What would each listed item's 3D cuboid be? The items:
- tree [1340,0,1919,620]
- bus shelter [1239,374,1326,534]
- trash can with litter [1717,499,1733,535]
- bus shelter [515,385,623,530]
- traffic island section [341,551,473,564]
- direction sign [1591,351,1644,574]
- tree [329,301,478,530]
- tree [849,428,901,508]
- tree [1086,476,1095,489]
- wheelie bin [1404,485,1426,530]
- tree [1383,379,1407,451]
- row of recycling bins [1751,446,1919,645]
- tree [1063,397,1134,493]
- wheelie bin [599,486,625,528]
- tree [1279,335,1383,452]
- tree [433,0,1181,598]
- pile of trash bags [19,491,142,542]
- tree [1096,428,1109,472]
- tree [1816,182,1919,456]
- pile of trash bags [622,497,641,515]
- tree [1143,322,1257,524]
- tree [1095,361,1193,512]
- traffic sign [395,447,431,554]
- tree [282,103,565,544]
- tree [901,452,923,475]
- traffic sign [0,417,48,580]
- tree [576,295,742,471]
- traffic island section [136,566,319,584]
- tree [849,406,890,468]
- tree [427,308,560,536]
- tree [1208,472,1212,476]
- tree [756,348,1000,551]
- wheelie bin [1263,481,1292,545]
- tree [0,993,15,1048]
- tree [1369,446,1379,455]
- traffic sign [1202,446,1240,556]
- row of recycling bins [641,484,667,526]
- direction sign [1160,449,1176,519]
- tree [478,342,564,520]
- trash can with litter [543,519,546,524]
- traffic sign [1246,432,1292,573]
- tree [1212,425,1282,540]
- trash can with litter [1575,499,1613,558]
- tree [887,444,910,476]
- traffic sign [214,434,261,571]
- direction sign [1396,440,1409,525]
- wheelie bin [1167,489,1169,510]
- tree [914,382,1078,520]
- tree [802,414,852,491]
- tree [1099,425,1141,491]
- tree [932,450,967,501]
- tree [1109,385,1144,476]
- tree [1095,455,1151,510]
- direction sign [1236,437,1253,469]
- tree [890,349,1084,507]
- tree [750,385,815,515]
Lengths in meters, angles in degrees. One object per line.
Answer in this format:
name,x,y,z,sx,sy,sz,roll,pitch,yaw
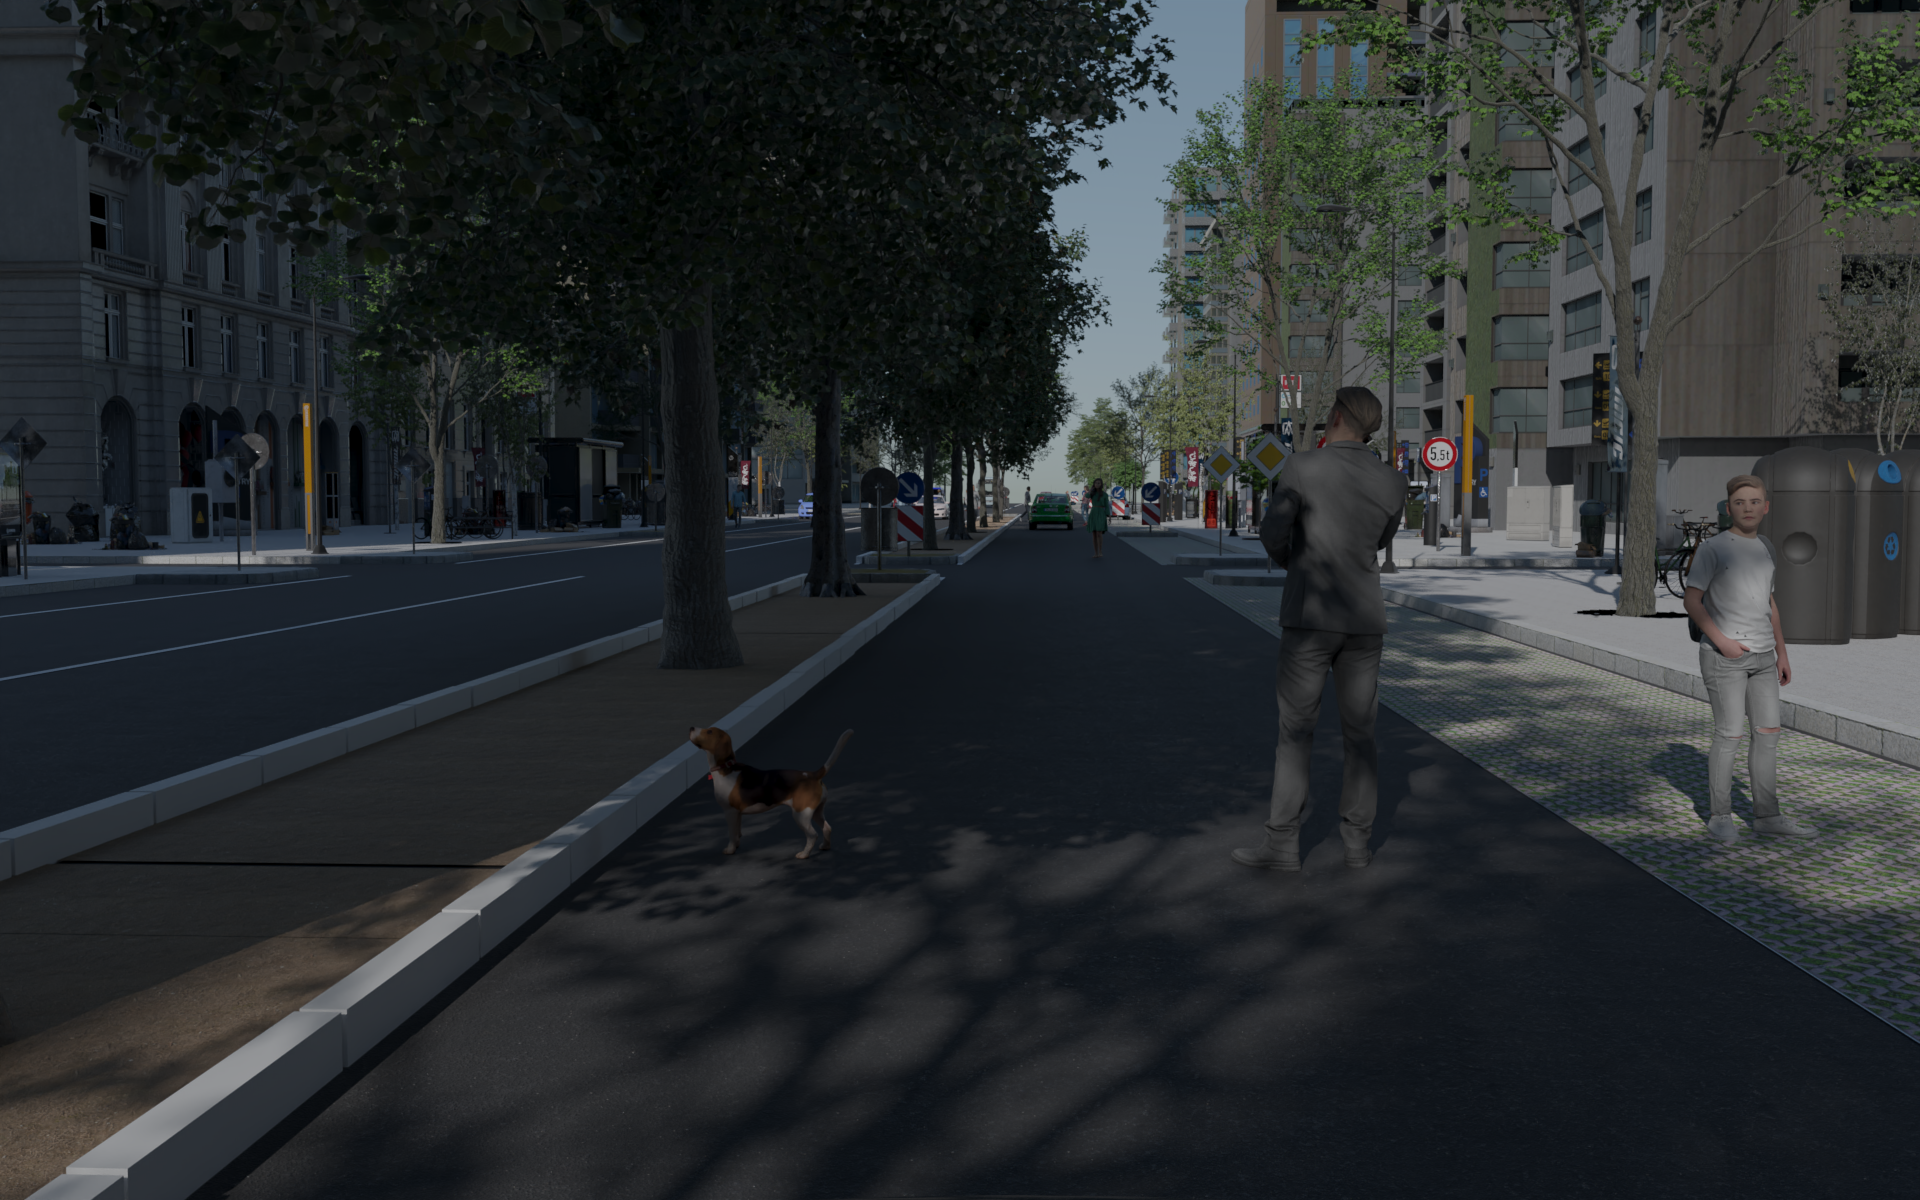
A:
tree,7.056,-5.626,17.733,9.928,11.665,9.643,0,3,0
bus shelter,10.224,-4.768,55.594,2.179,5.291,8.768,0,4,3
trash can with litter,15.846,-1.472,35.449,0.624,1.170,1.055,1,4,16
bus shelter,-14.820,-5.358,65.238,2.179,5.291,8.768,0,4,3
traffic island section,-11.673,-0.898,36.961,2.009,0.180,2.903,0,4,3
direction sign,10.557,-2.185,27.727,0.876,3.537,0.379,2,4,32
tree,-19.914,-6.762,60.922,4.737,8.622,4.395,0,3,0
tree,-7.953,-12.303,151.514,4.360,8.622,3.978,0,3,0
tree,18.279,-14.760,225.039,4.285,4.588,4.351,0,3,0
wheelie bin,16.419,-3.339,62.498,0.980,1.594,0.693,0,4,4
tree,25.095,-9.559,106.657,4.360,8.622,3.978,0,3,0
row of recycling bins,8.398,-0.532,15.814,3.534,1.692,1.069,-2,4,-33
tree,17.026,-17.408,202.747,7.486,12.596,7.792,0,3,0
wheelie bin,-13.040,-3.497,65.092,0.980,1.594,0.693,-2,4,-32
tree,16.919,-7.991,81.019,4.360,8.622,3.978,0,3,0
tree,-1.836,-6.381,23.797,9.611,12.733,9.660,0,3,0
pile of trash bags,-23.966,-2.281,47.047,3.447,1.369,1.912,-1,4,-12
tree,14.181,-12.344,152.194,4.737,8.622,4.395,0,3,0
tree,22.565,-5.574,41.489,4.360,8.622,3.978,0,3,0
pile of trash bags,-20.201,-5.934,106.779,1.912,1.369,3.447,1,4,22
tree,10.364,-7.544,73.706,4.737,8.622,4.395,0,3,0
tree,13.028,-11.389,120.630,7.601,10.594,8.767,-1,4,-22
traffic sign,-11.649,-2.034,36.898,0.795,2.450,0.064,0,4,3
tree,-13.400,-7.255,44.371,9.928,11.665,9.643,0,3,0
tree,-5.931,-15.267,199.971,4.360,8.622,3.978,0,3,0
traffic sign,-14.028,-1.514,25.946,0.795,2.450,0.064,0,4,7
tree,-12.822,-8.610,75.184,7.601,10.594,8.767,2,4,34
traffic island section,-12.084,-0.410,28.987,2.009,0.180,2.903,0,4,3
tree,-6.810,-16.732,183.930,12.009,13.543,11.850,0,3,0
tree,-13.709,-6.251,52.561,4.360,8.622,3.978,0,3,0
tree,15.512,-6.904,107.484,1.663,3.219,1.824,0,3,0
tree,-0.864,-7.064,43.704,9.928,11.665,9.643,0,3,0
wheelie bin,7.596,-1.995,40.527,0.980,1.594,0.693,0,4,-1
tree,-2.804,-5.798,3.908,9.857,13.997,8.962,0,3,0
tree,14.670,-4.184,63.002,1.663,3.219,1.824,0,3,0
traffic sign,5.421,-1.979,36.002,0.795,2.450,0.064,0,4,3
row of recycling bins,-12.556,-3.964,71.925,1.069,1.692,3.534,-1,4,-18
direction sign,10.677,-5.871,87.981,0.379,3.537,0.876,-2,4,-33
tree,-20.518,-7.867,78.994,4.737,8.622,4.395,0,3,0
trash can with litter,-18.273,-3.935,75.400,1.678,1.210,2.233,-1,4,-9
traffic sign,5.011,-1.491,28.028,0.795,2.450,0.064,0,4,3
tree,8.282,-3.296,48.495,1.663,3.219,1.824,0,3,0
trash can with litter,12.853,-1.454,35.156,0.624,1.170,1.055,2,4,29
tree,-5.267,-16.925,211.132,8.767,10.594,7.601,-3,5,-41
traffic sign,-12.060,-1.546,28.924,0.795,2.450,0.064,0,4,3
direction sign,18.381,-4.929,72.590,0.876,3.537,0.379,-1,4,-10
wheelie bin,12.750,-6.101,107.666,0.693,1.594,0.980,-2,4,-35
tree,2.215,-9.697,95.409,8.767,10.594,7.601,0,4,3
tree,-9.884,-10.883,128.292,4.737,8.622,4.395,0,3,0
tree,15.690,-13.481,170.784,4.360,8.622,3.978,0,3,0
tree,-2.233,-21.278,266.017,7.486,12.596,7.792,0,3,0
tree,11.921,-9.096,99.079,4.737,8.622,4.395,0,3,0
tree,14.082,-9.724,142.706,4.285,4.588,4.351,0,3,0
direction sign,11.299,-4.665,68.264,0.876,3.537,0.379,1,4,12
tree,2.322,-11.785,105.512,12.009,13.543,11.850,0,3,0
tree,-10.963,-9.489,105.500,4.360,8.622,3.978,0,3,0
